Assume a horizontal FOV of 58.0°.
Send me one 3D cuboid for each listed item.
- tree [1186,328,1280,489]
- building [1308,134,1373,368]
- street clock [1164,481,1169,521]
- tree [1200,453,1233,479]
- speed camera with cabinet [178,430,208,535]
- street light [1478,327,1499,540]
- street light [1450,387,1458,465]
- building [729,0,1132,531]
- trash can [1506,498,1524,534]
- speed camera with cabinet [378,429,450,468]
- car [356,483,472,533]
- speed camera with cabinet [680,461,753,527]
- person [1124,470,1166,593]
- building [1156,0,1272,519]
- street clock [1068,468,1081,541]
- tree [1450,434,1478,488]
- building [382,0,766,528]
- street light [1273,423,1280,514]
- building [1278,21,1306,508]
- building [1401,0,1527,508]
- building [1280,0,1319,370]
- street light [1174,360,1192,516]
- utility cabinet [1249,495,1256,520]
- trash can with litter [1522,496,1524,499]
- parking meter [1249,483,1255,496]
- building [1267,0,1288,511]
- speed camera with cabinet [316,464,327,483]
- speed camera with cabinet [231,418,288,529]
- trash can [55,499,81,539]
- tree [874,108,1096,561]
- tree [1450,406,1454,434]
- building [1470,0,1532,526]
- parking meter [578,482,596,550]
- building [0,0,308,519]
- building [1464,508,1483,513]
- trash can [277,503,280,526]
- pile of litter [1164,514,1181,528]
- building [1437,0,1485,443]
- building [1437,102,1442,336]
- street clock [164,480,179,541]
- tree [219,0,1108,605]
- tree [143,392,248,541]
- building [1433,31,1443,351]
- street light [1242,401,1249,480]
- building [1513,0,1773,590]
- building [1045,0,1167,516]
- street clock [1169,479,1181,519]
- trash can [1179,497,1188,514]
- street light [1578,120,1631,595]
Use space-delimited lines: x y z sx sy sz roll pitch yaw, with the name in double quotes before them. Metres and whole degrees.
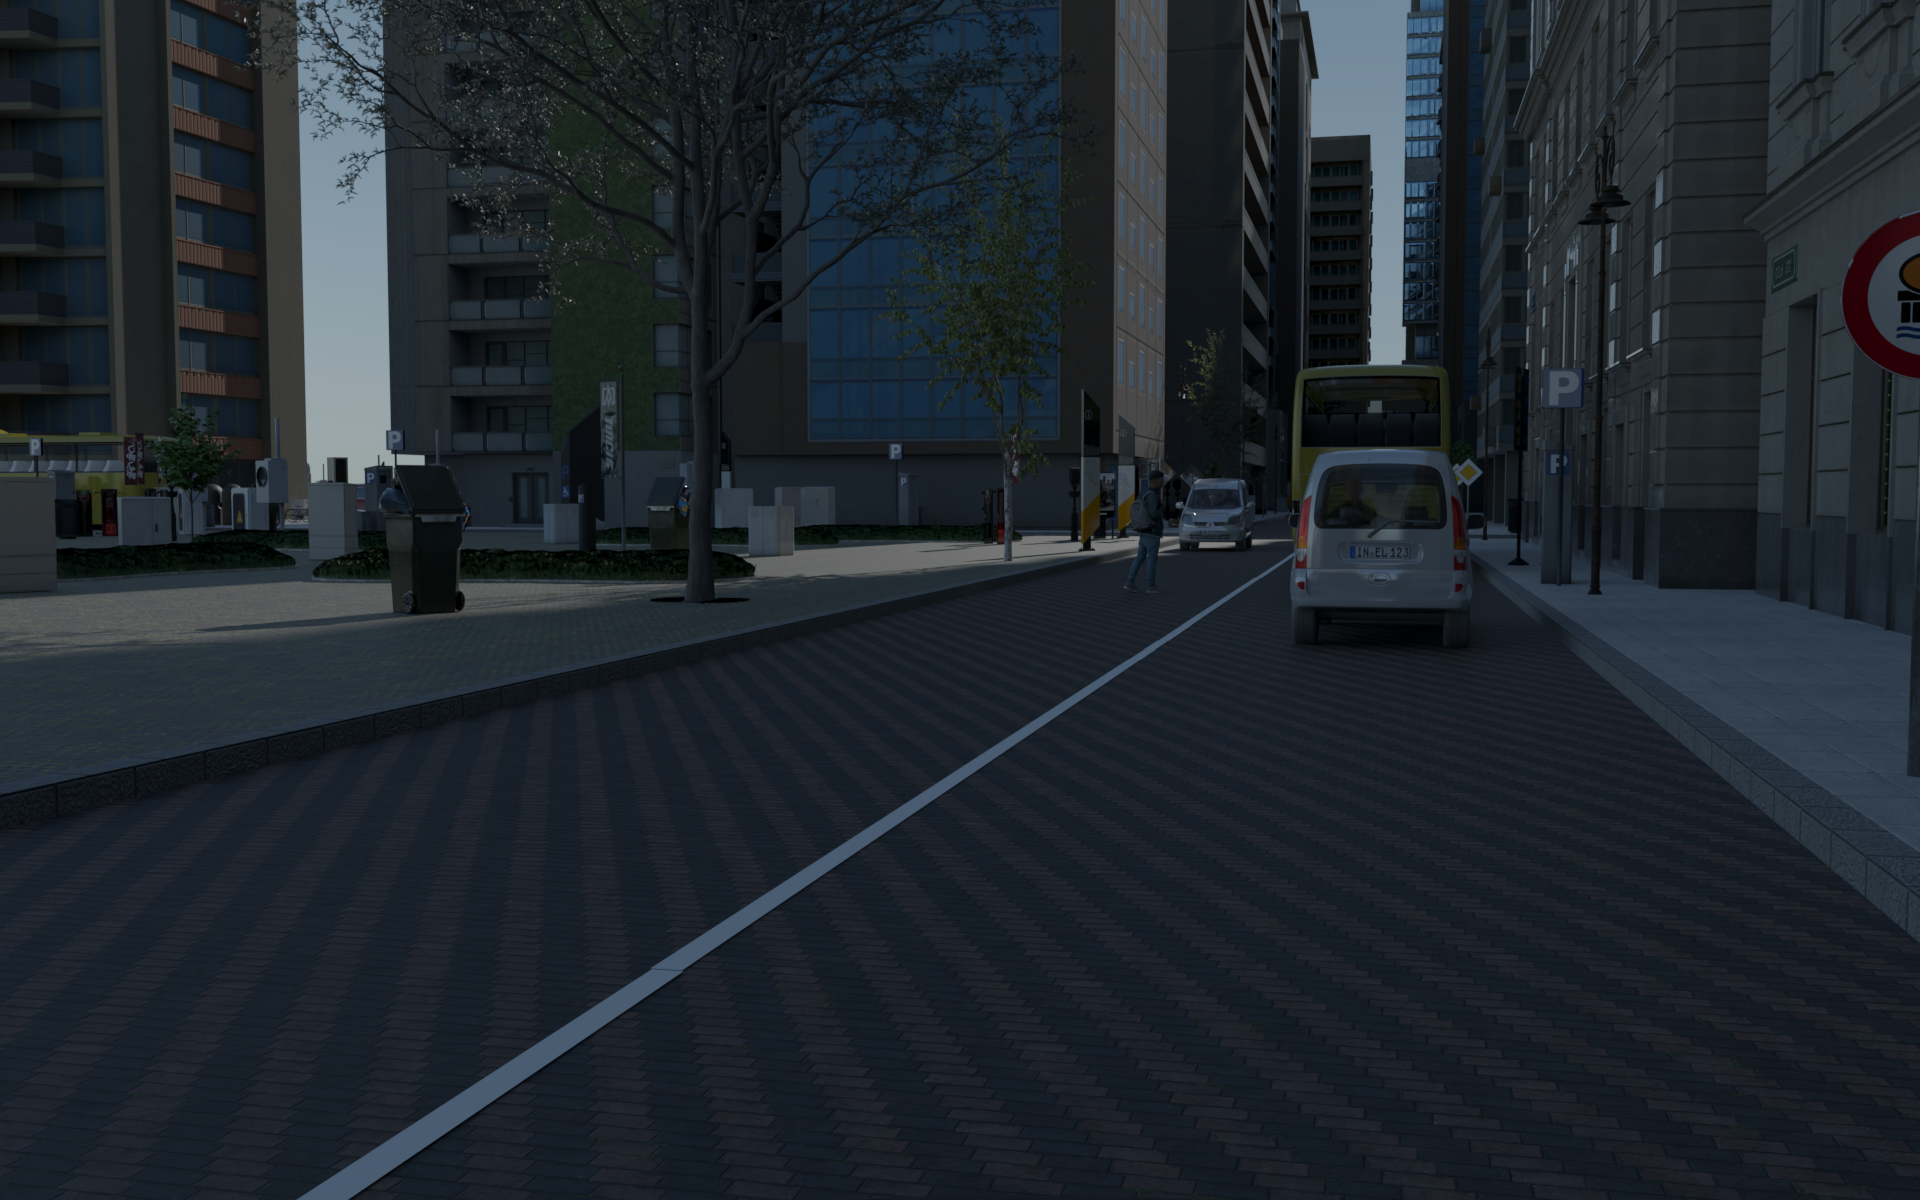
"tree" 11.752 -7.710 76.415 4.360 8.622 3.978 0 3 0
"building" 42.321 -36.777 225.002 21.600 48.544 21.300 1 4 14
"street clock" 9.982 -4.817 83.323 0.358 2.002 0.471 0 4 6
"tree" 11.814 -5.282 80.969 1.663 3.219 1.824 0 3 0
"speed camera with cabinet" -23.779 -3.629 53.666 0.660 3.252 2.038 -2 4 -32
"street light" 14.628 -4.606 48.091 0.468 5.910 1.993 1 4 14
"street light" 21.340 -6.267 75.252 0.468 5.910 1.993 1 4 14
"building" 0.258 -25.494 66.936 14.600 45.320 14.200 1 4 14
"trash can" 18.155 -2.735 56.365 0.748 1.137 0.748 0 3 0
"speed camera with cabinet" -16.691 -3.585 52.959 2.038 3.252 0.660 0 4 3
"car" -19.365 -3.120 59.687 5.304 1.827 2.281 1 4 15
"speed camera with cabinet" -6.951 -3.374 49.494 2.038 3.252 0.660 -2 4 -31
"person" 2.746 -0.993 25.086 0.721 1.781 0.623 -2 4 -28
"building" 6.534 -29.150 100.304 21.300 48.544 21.600 1 4 14
"street clock" 3.130 -2.614 47.307 0.358 2.002 0.471 0 4 -5
"tree" 26.162 -6.667 92.716 4.285 4.588 4.351 0 3 0
"building" -15.257 -23.701 71.106 14.086 41.232 14.154 1 4 14
"street light" 20.481 -8.531 112.262 0.468 5.910 1.993 1 4 14
"building" 26.325 -31.785 169.802 14.600 45.320 14.200 1 4 14
"building" 67.880 -55.351 217.655 31.000 86.520 22.319 1 4 14
"building" 25.142 -36.923 192.922 27.495 52.752 28.713 1 4 14
"street light" 7.697 -5.327 59.878 0.468 5.910 1.993 1 4 14
"utility cabinet" 14.386 -4.529 85.203 0.306 1.237 1.020 1 4 11
"trash can with litter" 29.944 -4.921 91.518 2.233 1.210 1.678 -1 4 -21
"parking meter" 15.395 -5.235 91.297 0.255 1.863 0.399 2 4 26
"building" 17.255 -51.062 147.535 22.319 86.520 31.000 1 4 14
"speed camera with cabinet" -41.155 -7.300 113.693 2.038 3.252 0.660 -3 5 -43
"speed camera with cabinet" -18.379 -3.123 45.402 2.038 3.252 0.660 3 5 41
"trash can" -25.405 -2.300 49.262 0.748 1.137 0.748 0 3 0
"tree" 0.746 -5.036 32.699 4.737 8.622 4.395 0 3 0
"tree" 33.110 -10.630 124.163 4.737 8.622 4.395 0 3 0
"building" 33.928 -23.164 70.610 23.993 40.220 32.217 1 4 14
"parking meter" -8.056 -1.775 37.432 0.372 1.533 0.369 0 3 0
"building" -48.517 -26.302 84.665 28.867 44.769 22.147 1 4 14
"building" 44.263 -48.711 109.088 22.319 86.520 31.000 1 4 14
"trash can" -27.885 -3.584 70.245 0.748 1.137 0.748 0 3 0
"pile of litter" 8.497 -3.204 66.356 1.719 0.858 1.176 -1 4 -13
"building" 44.632 -29.630 134.555 14.600 45.320 14.200 1 4 14
"building" 62.083 -34.459 183.014 23.786 49.044 30.456 1 4 14
"street clock" -21.330 -2.588 46.884 0.358 2.002 0.471 -2 4 -27
"tree" -2.953 -6.722 20.276 12.009 13.543 11.850 0 3 0
"tree" -14.772 -2.351 33.047 1.663 3.219 1.824 0 3 0
"building" 53.949 -30.583 154.651 22.147 44.769 28.867 1 4 14
"street light" 14.095 -6.929 86.069 0.468 5.910 1.993 1 4 14
"building" 17.812 -14.420 33.032 12.463 27.353 25.104 1 4 14
"building" 14.913 -29.043 124.971 14.600 45.320 14.200 1 4 14
"street clock" 10.413 -4.796 82.982 0.471 2.002 0.358 1 4 12
"trash can" 11.144 -4.508 85.363 0.748 1.137 0.748 0 3 0
"street light" 8.106 -3.006 21.931 0.468 5.910 1.993 1 4 14
